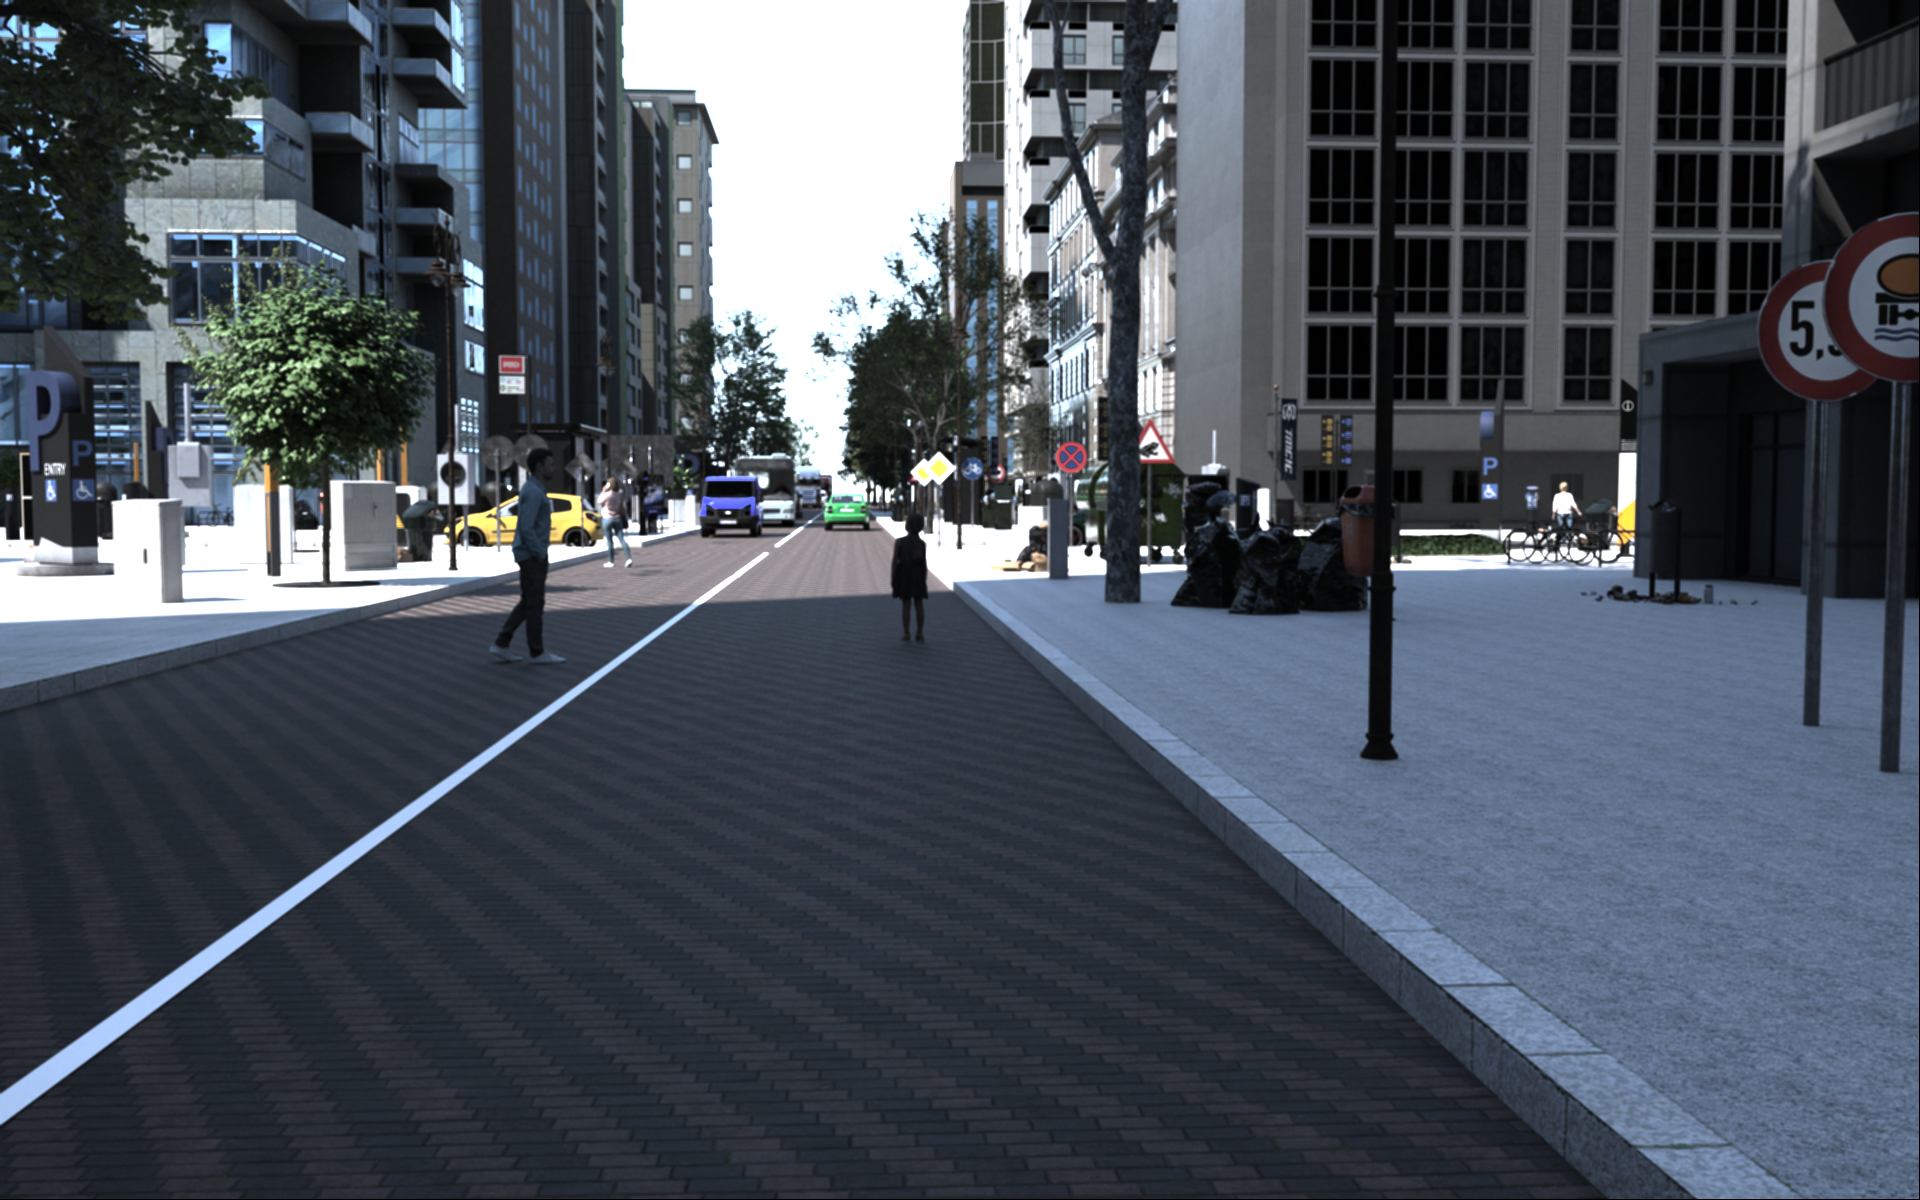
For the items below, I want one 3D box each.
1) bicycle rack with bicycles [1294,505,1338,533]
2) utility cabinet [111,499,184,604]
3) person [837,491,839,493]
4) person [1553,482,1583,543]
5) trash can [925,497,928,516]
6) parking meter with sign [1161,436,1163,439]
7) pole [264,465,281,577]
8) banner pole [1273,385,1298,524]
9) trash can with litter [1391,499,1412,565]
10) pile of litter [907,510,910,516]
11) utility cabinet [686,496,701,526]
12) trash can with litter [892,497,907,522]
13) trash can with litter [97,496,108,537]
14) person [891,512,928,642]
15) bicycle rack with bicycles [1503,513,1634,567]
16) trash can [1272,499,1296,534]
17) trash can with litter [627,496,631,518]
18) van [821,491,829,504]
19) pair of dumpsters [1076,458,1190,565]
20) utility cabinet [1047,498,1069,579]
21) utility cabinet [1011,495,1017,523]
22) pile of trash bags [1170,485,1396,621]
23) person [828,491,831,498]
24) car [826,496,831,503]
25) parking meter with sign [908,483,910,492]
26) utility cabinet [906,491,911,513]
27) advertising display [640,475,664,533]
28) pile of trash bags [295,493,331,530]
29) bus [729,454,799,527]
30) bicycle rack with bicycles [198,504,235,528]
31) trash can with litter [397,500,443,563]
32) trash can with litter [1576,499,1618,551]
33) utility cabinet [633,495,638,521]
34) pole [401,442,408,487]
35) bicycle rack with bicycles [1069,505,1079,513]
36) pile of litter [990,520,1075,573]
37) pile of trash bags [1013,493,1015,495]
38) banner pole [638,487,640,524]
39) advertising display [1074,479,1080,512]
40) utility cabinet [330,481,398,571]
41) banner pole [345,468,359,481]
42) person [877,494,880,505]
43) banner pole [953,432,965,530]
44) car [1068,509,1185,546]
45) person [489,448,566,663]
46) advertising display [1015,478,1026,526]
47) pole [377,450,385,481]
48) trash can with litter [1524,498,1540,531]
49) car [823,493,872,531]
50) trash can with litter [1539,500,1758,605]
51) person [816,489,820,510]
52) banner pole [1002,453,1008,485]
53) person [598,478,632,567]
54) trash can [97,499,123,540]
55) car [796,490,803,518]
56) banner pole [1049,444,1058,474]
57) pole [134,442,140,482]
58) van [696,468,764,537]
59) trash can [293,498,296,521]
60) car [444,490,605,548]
[{"bbox_3d":[11.442,-2.636,56.481,2.852,0.926,2.925,-3,5,-44],"label":"bicycle rack with bicycles"},{"bbox_3d":[-9.649,-0.575,20.561,1.020,1.237,0.306,2,4,34],"label":"utility cabinet"},{"bbox_3d":[-15.527,-12.978,220.672,0.705,1.826,1.348,-1,4,-22],"label":"person"},{"bbox_3d":[15.805,-2.192,45.008,0.731,1.740,0.598,1,4,14],"label":"person"},{"bbox_3d":[-2.188,-5.404,100.011,0.748,1.137,0.748,0,3,0],"label":"trash can"},{"bbox_3d":[5.155,-3.385,51.604,1.738,3.016,0.543,-2,4,-29],"label":"parking meter with sign"},{"bbox_3d":[-10.657,-2.016,26.805,0.158,3.312,0.155,0,3,0],"label":"pole"},{"bbox_3d":[7.445,-3.051,39.896,0.863,3.779,0.401,-2,4,-29],"label":"banner pole"},{"bbox_3d":[7.426,-1.275,31.901,2.233,1.210,1.678,0,4,-4],"label":"trash can with litter"},{"bbox_3d":[-3.213,-4.990,95.547,1.719,0.858,1.176,2,4,31],"label":"pile of litter"},{"bbox_3d":[-10.755,-3.588,69.818,0.306,1.237,1.020,-2,4,-29],"label":"utility cabinet"},{"bbox_3d":[-2.558,-4.105,78.506,1.055,1.170,0.624,1,4,20],"label":"trash can with litter"},{"bbox_3d":[-26.050,-2.530,52.420,1.678,1.210,2.233,-2,4,-32],"label":"trash can with litter"},{"bbox_3d":[-0.493,-0.226,16.863,0.362,1.253,0.373,-1,4,-13],"label":"person"},{"bbox_3d":[11.294,-1.132,31.892,2.852,0.926,2.925,-3,5,-42],"label":"bicycle rack with bicycles"},{"bbox_3d":[9.884,-2.519,52.847,0.748,1.137,0.748,0,3,0],"label":"trash can"},{"bbox_3d":[-17.229,-4.947,92.273,1.055,1.170,0.624,2,4,30],"label":"trash can with litter"},{"bbox_3d":[-17.007,-12.469,210.882,2.013,2.044,4.112,0,4,-4],"label":"van"},{"bbox_3d":[3.281,-1.878,33.204,1.574,2.255,4.437,0,4,-4],"label":"pair of dumpsters"},{"bbox_3d":[1.509,-0.942,26.561,0.306,1.237,1.020,0,4,1],"label":"utility cabinet"},{"bbox_3d":[2.597,-4.057,77.500,1.020,1.237,0.306,-2,4,-23],"label":"utility cabinet"},{"bbox_3d":[3.717,-0.558,18.883,1.912,1.369,3.447,-1,4,-17],"label":"pile of trash bags"},{"bbox_3d":[-17.460,-13.741,233.121,0.705,1.831,1.348,-3,5,-40],"label":"person"},{"bbox_3d":[-9.988,-8.100,142.216,2.009,1.686,4.222,0,4,-3],"label":"car"},{"bbox_3d":[-3.769,-7.811,123.964,1.738,3.016,0.543,0,4,4],"label":"parking meter with sign"},{"bbox_3d":[-3.369,-6.095,108.330,0.318,1.500,1.173,1,4,13],"label":"utility cabinet"},{"bbox_3d":[-10.141,-3.170,57.043,0.123,1.923,0.974,3,4,37],"label":"advertising display"},{"bbox_3d":[-23.196,-3.249,62.874,1.912,1.369,3.447,-1,4,-14],"label":"pile of trash bags"},{"bbox_3d":[-8.784,-5.146,78.996,2.948,3.499,13.247,0,4,-5],"label":"bus"},{"bbox_3d":[-27.344,-3.202,65.735,2.852,0.926,2.925,1,4,15],"label":"bicycle rack with bicycles"},{"bbox_3d":[-10.269,-1.295,32.565,0.624,1.170,1.055,1,4,20],"label":"trash can with litter"},{"bbox_3d":[14.464,-1.711,39.362,0.624,1.170,1.055,3,5,43],"label":"trash can with litter"},{"bbox_3d":[-15.460,-4.365,82.525,0.306,1.237,1.020,-1,4,-18],"label":"utility cabinet"},{"bbox_3d":[-15.154,-3.266,47.249,0.158,3.312,0.155,0,3,0],"label":"pole"},{"bbox_3d":[4.563,-4.131,80.924,2.925,0.926,2.852,0,4,5],"label":"bicycle rack with bicycles"},{"bbox_3d":[1.187,-0.903,28.736,1.176,0.858,1.719,-1,4,-23],"label":"pile of litter"},{"bbox_3d":[2.358,-6.858,121.886,3.447,1.369,1.912,0,4,3],"label":"pile of trash bags"},{"bbox_3d":[-13.452,-5.115,73.646,0.863,3.779,0.401,-3,4,-38],"label":"banner pole"},{"bbox_3d":[5.321,-4.203,73.941,0.974,1.923,0.123,2,4,31],"label":"advertising display"},{"bbox_3d":[-9.949,-1.241,28.964,0.318,1.500,1.173,2,4,27],"label":"utility cabinet"},{"bbox_3d":[-23.238,-4.654,66.114,0.401,3.779,0.863,2,4,28],"label":"banner pole"},{"bbox_3d":[-9.564,-11.798,204.624,0.599,1.433,0.991,2,4,33],"label":"person"},{"bbox_3d":[-0.098,-4.389,61.778,0.401,3.779,0.863,-1,4,-22],"label":"banner pole"},{"bbox_3d":[3.982,-2.119,44.429,4.222,1.686,2.009,0,4,-2],"label":"car"},{"bbox_3d":[-3.687,-0.378,14.706,0.620,1.820,0.660,-1,4,-21],"label":"person"},{"bbox_3d":[2.439,-3.974,70.182,0.123,1.923,0.974,-1,4,-17],"label":"advertising display"},{"bbox_3d":[-16.556,-3.406,49.532,0.158,3.312,0.155,0,3,0],"label":"pole"},{"bbox_3d":[19.582,-2.931,58.984,1.678,1.210,2.233,0,4,-3],"label":"trash can with litter"},{"bbox_3d":[-4.506,-3.704,69.356,1.959,1.807,4.718,0,4,-3],"label":"car"},{"bbox_3d":[8.415,-0.608,20.995,1.678,1.210,2.233,-1,4,-11],"label":"trash can with litter"},{"bbox_3d":[-13.004,-9.171,158.079,0.705,1.869,1.348,-1,4,-11],"label":"person"},{"bbox_3d":[2.748,-7.123,106.477,0.401,3.779,0.863,2,4,27],"label":"banner pole"},{"bbox_3d":[-6.742,-1.526,34.042,0.593,1.750,0.643,-3,5,-40],"label":"person"},{"bbox_3d":[-23.814,-2.256,48.533,0.748,1.137,0.748,0,3,0],"label":"trash can"},{"bbox_3d":[-10.549,-5.833,104.048,2.281,1.827,5.304,0,4,-2],"label":"car"},{"bbox_3d":[4.701,-5.942,87.167,0.401,3.779,0.863,3,5,43],"label":"banner pole"},{"bbox_3d":[-32.223,-4.525,67.829,0.158,3.312,0.155,0,3,0],"label":"pole"},{"bbox_3d":[-7.773,-3.347,59.104,2.240,2.365,5.245,0,4,-4],"label":"van"},{"bbox_3d":[-22.145,-2.764,56.839,0.748,1.137,0.748,0,3,0],"label":"trash can"},{"bbox_3d":[-11.045,-2.066,44.007,3.980,1.641,2.015,0,4,-5],"label":"car"}]
